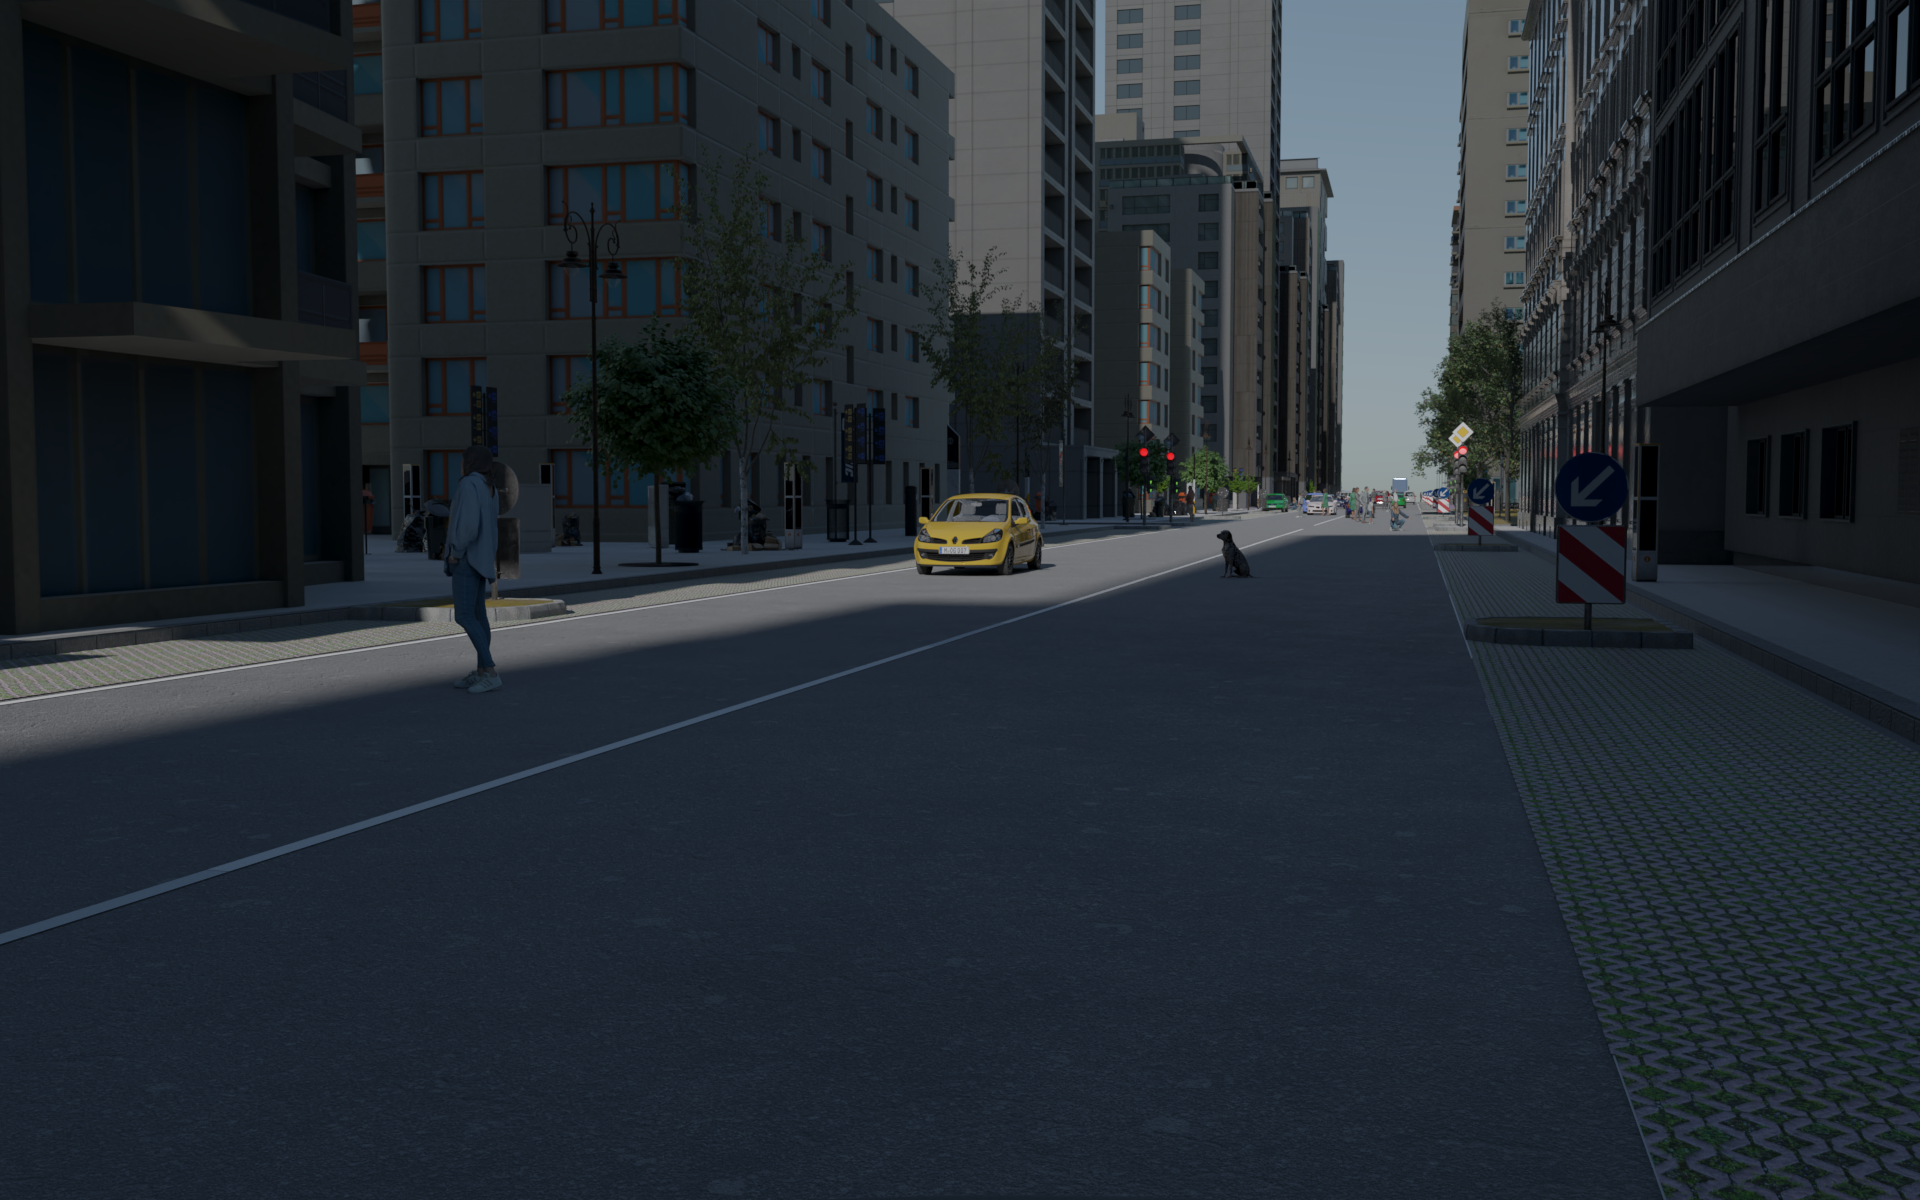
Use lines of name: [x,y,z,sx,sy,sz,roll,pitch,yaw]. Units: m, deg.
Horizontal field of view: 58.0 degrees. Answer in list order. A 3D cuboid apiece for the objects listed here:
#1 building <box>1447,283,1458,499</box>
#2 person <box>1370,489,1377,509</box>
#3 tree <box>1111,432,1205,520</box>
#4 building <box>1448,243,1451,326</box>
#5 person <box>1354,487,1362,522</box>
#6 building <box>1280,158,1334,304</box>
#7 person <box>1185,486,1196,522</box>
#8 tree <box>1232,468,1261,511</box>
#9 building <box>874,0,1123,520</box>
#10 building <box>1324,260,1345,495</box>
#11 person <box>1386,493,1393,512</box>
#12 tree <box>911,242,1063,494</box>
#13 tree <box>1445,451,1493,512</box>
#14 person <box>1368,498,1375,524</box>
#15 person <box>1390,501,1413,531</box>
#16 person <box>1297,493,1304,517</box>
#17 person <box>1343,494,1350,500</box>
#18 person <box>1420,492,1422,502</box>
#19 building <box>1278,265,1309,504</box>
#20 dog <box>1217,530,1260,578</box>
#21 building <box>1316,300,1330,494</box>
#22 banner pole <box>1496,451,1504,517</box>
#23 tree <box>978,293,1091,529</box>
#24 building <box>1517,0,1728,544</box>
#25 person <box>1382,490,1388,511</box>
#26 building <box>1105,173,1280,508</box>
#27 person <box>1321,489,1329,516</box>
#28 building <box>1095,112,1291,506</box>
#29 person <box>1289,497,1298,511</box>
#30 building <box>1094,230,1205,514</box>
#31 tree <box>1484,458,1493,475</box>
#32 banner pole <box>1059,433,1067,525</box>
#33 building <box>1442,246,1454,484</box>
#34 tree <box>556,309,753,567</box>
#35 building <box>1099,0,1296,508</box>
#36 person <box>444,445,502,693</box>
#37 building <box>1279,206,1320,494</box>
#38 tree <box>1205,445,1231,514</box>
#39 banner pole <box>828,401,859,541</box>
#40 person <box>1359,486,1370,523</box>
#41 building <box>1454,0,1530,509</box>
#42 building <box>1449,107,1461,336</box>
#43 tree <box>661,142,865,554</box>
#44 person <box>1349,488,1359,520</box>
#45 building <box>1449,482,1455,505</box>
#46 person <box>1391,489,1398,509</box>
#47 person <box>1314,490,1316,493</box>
building: [73.569,-28.332,234.933,14.160,30.474,14.107,1,4,15]
person: [30.981,-7.451,130.123,0.655,1.846,0.447,-2,4,-34]
tree: [9.294,-6.374,87.927,4.285,4.588,4.351,0,3,0]
building: [83.233,-36.673,254.225,22.147,44.769,28.867,1,4,15]
person: [20.769,-4.970,90.034,0.573,1.790,0.520,0,4,-4]
building: [44.297,-42.062,276.949,28.713,52.752,27.495,1,4,15]
person: [10.798,-4.444,81.139,0.573,1.828,0.580,-1,4,-10]
tree: [23.951,-9.147,144.159,1.663,3.219,1.824,0,3,0]
building: [-1.094,-40.277,96.788,20.563,71.187,20.611,1,4,15]
building: [57.995,-37.455,295.983,14.154,41.232,14.086,1,4,15]
person: [35.304,-8.023,142.270,0.503,1.515,0.523,-3,5,-39]
tree: [0.567,-6.164,51.150,4.737,8.622,4.395,0,3,0]
tree: [37.452,-8.800,127.593,4.285,4.588,4.351,0,3,0]
person: [19.783,-4.291,83.337,0.352,1.250,0.332,2,4,27]
person: [17.118,-3.268,67.435,1.012,1.151,0.738,-1,4,-14]
person: [20.879,-5.828,106.387,0.523,1.515,0.503,1,4,10]
person: [34.338,-8.671,153.455,0.628,1.438,0.799,2,4,26]
person: [75.687,-16.814,284.084,0.721,1.739,1.217,-1,4,-9]
building: [36.074,-27.255,217.326,14.160,30.474,14.107,1,4,15]
dog: [4.831,-0.786,29.688,0.800,0.831,0.513,1,4,18]
building: [46.913,-29.584,255.397,14.160,30.474,14.107,1,4,15]
banner pole: [30.527,-6.581,97.613,0.401,3.779,0.863,0,4,4]
tree: [2.919,-6.937,63.783,4.360,8.622,3.978,0,3,0]
building: [23.659,-12.652,56.014,9.793,20.994,18.267,1,4,15]
person: [35.431,-8.292,144.262,0.526,1.800,0.537,1,4,10]
building: [21.492,-23.761,160.186,14.160,30.474,14.107,1,4,15]
person: [24.147,-6.467,114.485,0.529,1.795,0.600,2,4,25]
building: [17.991,-29.905,180.831,32.217,40.220,23.993,1,4,15]
person: [28.401,-8.137,147.031,0.738,1.151,1.012,-2,4,-30]
building: [2.886,-17.494,131.059,27.650,21.520,28.899,1,4,15]
tree: [41.142,-11.507,138.494,4.360,8.622,3.978,0,3,0]
banner pole: [4.186,-4.949,70.925,0.401,3.779,0.863,1,4,23]
building: [91.654,-40.581,283.103,23.786,49.044,30.456,1,4,15]
tree: [-5.463,-2.896,31.065,4.285,4.588,4.351,0,3,0]
building: [28.536,-46.599,200.142,20.563,71.187,20.611,1,4,15]
person: [-3.557,-0.243,12.744,0.793,1.790,0.793,-2,4,-33]
building: [42.266,-34.085,240.881,14.154,41.232,14.086,1,4,15]
tree: [16.023,-7.883,112.598,4.285,4.588,4.351,0,3,0]
banner pole: [-3.148,-3.476,46.853,0.863,3.779,0.401,1,4,10]
person: [19.975,-4.698,85.407,0.391,1.810,0.635,3,5,44]
building: [56.037,-32.509,155.217,21.300,48.544,21.600,1,4,15]
building: [63.022,-32.129,179.930,22.147,44.769,28.867,1,4,15]
tree: [-4.436,-5.268,36.486,4.737,8.622,4.395,0,3,0]
person: [22.100,-5.406,97.141,0.600,1.795,0.529,1,4,10]
building: [75.048,-31.375,204.857,32.217,40.220,23.993,1,4,15]
person: [36.420,-8.361,145.084,0.818,1.842,0.514,0,4,-2]
person: [29.589,-8.318,144.692,0.606,1.804,0.583,-1,4,-20]
